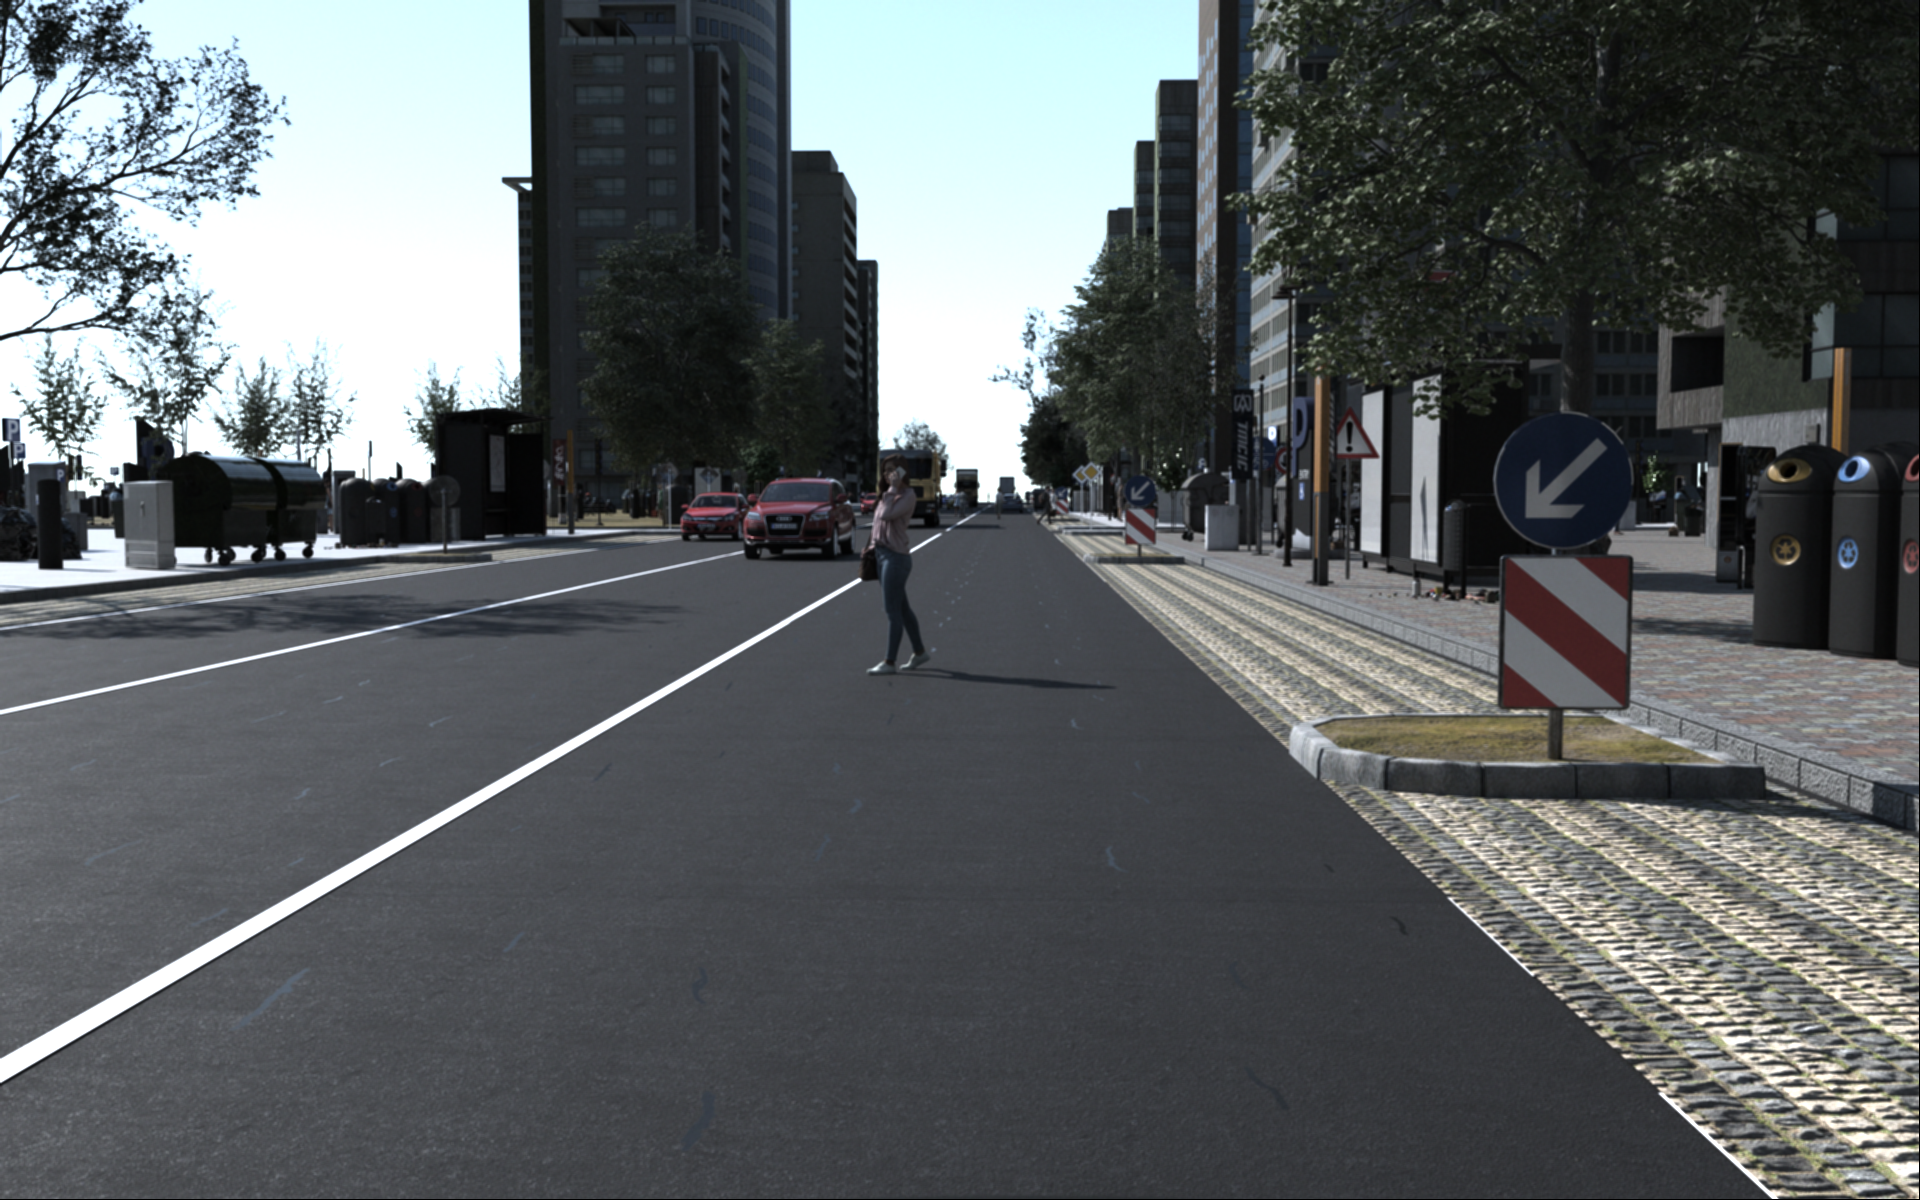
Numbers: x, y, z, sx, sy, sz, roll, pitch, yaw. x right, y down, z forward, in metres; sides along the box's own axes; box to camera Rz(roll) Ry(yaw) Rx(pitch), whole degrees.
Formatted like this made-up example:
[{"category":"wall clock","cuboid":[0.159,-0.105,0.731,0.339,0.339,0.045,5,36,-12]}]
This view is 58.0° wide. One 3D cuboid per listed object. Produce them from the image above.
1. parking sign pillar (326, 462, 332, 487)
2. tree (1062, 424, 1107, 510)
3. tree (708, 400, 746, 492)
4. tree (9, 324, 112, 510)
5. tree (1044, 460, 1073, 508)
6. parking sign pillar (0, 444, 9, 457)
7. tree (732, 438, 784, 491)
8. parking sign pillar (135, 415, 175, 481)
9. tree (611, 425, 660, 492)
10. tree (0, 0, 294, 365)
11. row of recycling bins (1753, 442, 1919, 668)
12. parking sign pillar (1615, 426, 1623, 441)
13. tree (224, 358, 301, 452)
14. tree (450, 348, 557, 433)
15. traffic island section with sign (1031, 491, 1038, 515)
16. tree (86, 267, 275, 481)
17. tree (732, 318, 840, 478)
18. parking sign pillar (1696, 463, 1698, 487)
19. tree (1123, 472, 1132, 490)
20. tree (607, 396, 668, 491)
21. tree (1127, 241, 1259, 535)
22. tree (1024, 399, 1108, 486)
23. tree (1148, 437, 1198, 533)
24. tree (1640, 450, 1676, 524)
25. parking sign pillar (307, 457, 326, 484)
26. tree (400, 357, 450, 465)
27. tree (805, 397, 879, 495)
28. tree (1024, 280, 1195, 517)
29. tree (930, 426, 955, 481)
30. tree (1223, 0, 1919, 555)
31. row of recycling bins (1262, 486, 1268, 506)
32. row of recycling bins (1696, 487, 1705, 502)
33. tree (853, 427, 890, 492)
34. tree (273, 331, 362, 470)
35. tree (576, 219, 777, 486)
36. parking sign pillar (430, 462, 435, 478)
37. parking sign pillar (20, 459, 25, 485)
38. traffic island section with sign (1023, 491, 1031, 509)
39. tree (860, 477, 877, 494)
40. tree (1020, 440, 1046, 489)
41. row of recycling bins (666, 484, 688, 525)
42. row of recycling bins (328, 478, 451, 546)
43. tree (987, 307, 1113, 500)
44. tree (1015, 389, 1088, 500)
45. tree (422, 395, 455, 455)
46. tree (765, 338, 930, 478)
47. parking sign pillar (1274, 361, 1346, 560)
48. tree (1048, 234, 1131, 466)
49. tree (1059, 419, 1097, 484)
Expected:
[{"category":"parking sign pillar","cuboid":[-52.716,-9.533,144.331,1.447,3.967,1.447,0,4,-3]},{"category":"tree","cuboid":[9.723,-11.024,130.607,4.360,8.622,3.978,0,3,0]},{"category":"tree","cuboid":[-15.920,-10.497,121.984,4.737,8.622,4.395,0,3,0]},{"category":"tree","cuboid":[-38.716,-7.612,74.823,4.737,8.622,4.395,0,3,0]},{"category":"tree","cuboid":[9.613,-11.031,164.073,4.285,4.588,4.351,0,3,0]},{"category":"parking sign pillar","cuboid":[-52.111,-6.441,93.779,1.447,3.967,1.447,-1,4,-9]},{"category":"tree","cuboid":[-11.635,-7.099,99.786,4.285,4.588,4.351,0,3,0]},{"category":"parking sign pillar","cuboid":[-27.652,-4.357,59.712,1.447,3.967,1.447,2,4,31]},{"category":"tree","cuboid":[-25.684,-11.481,138.077,4.360,8.622,3.978,0,3,0]},{"category":"tree","cuboid":[-14.129,-5.496,24.272,7.601,10.594,8.767,2,4,27]},{"category":"row of recycling bins","cuboid":[7.369,-0.377,13.277,1.069,1.692,3.534,0,4,-7]},{"category":"parking sign pillar","cuboid":[25.706,-4.907,68.706,1.447,3.967,1.447,-3,4,-36]},{"category":"tree","cuboid":[-38.063,-8.807,94.361,4.737,8.622,4.395,0,3,0]},{"category":"tree","cuboid":[-22.392,-8.329,86.549,4.737,8.622,4.395,0,3,0]},{"category":"traffic island section with sign","cuboid":[5.985,-6.684,117.915,1.989,1.847,2.006,0,4,2]},{"category":"tree","cuboid":[-25.300,-6.442,55.688,4.360,8.622,3.978,0,3,0]},{"category":"tree","cuboid":[-11.540,-11.871,112.218,7.486,12.596,7.792,0,3,0]},{"category":"parking sign pillar","cuboid":[50.274,-8.026,119.691,1.447,3.967,1.447,2,4,24]},{"category":"tree","cuboid":[13.056,-8.404,132.003,1.663,3.219,1.824,0,3,0]},{"category":"tree","cuboid":[-24.169,-10.944,129.302,4.737,8.622,4.395,0,3,0]},{"category":"tree","cuboid":[6.779,-6.169,51.226,4.360,8.622,3.978,0,3,0]},{"category":"tree","cuboid":[10.105,-13.182,149.933,7.601,10.594,8.767,-2,4,-29]},{"category":"tree","cuboid":[6.976,-3.863,57.760,1.663,3.219,1.824,0,3,0]},{"category":"tree","cuboid":[30.236,-4.943,75.415,1.663,3.219,1.824,0,3,0]},{"category":"parking sign pillar","cuboid":[-47.008,-8.368,125.296,1.447,3.967,1.447,-2,4,-35]},{"category":"tree","cuboid":[-27.705,-8.710,92.768,4.737,8.622,4.395,0,3,0]},{"category":"tree","cuboid":[-10.844,-13.853,160.913,7.601,10.594,8.767,1,4,15]},{"category":"tree","cuboid":[8.834,-11.517,98.674,12.009,13.543,11.850,0,3,0]},{"category":"tree","cuboid":[-6.627,-21.899,268.422,12.009,13.543,11.850,0,3,0]},{"category":"tree","cuboid":[6.701,-6.070,17.370,7.486,12.596,7.792,0,3,0]},{"category":"row of recycling bins","cuboid":[14.968,-5.174,91.704,1.069,1.692,3.534,-3,5,-43]},{"category":"row of recycling bins","cuboid":[43.209,-5.699,100.292,3.534,1.692,1.069,3,4,36]},{"category":"tree","cuboid":[-9.395,-14.664,190.116,4.360,8.622,3.978,0,3,0]},{"category":"tree","cuboid":[-29.425,-7.849,78.695,4.360,8.622,3.978,0,3,0]},{"category":"tree","cuboid":[-13.079,-10.571,79.491,9.857,13.997,8.962,0,3,0]},{"category":"parking sign pillar","cuboid":[-43.495,-9.551,144.630,1.447,3.967,1.447,3,5,45]},{"category":"parking sign pillar","cuboid":[-73.182,-8.922,134.339,1.447,3.967,1.447,0,3,0]},{"category":"traffic island section with sign","cuboid":[8.245,-11.447,195.792,1.989,1.847,2.006,0,4,2]},{"category":"tree","cuboid":[-9.517,-11.219,178.025,1.663,3.219,1.824,0,3,0]},{"category":"tree","cuboid":[13.972,-22.510,293.793,9.928,11.665,9.643,0,3,0]},{"category":"row of recycling bins","cuboid":[-12.179,-4.108,74.271,1.069,1.692,3.534,0,4,-7]},{"category":"row of recycling bins","cuboid":[-14.496,-2.284,44.460,1.069,1.692,3.534,2,4,26]},{"category":"tree","cuboid":[9.532,-19.585,176.097,12.611,20.169,13.585,0,3,0]},{"category":"tree","cuboid":[11.869,-18.294,205.765,9.857,13.997,8.962,0,3,0]},{"category":"tree","cuboid":[-37.601,-10.797,126.893,4.360,8.622,3.978,0,3,0]},{"category":"tree","cuboid":[-10.966,-13.775,135.588,12.009,13.543,11.850,0,3,0]},{"category":"parking sign pillar","cuboid":[6.995,-2.810,34.422,1.447,3.967,1.447,0,4,-5]},{"category":"tree","cuboid":[7.346,-9.678,76.362,7.486,12.596,7.792,0,3,0]},{"category":"tree","cuboid":[9.751,-11.384,136.484,4.737,8.622,4.395,0,3,0]}]
